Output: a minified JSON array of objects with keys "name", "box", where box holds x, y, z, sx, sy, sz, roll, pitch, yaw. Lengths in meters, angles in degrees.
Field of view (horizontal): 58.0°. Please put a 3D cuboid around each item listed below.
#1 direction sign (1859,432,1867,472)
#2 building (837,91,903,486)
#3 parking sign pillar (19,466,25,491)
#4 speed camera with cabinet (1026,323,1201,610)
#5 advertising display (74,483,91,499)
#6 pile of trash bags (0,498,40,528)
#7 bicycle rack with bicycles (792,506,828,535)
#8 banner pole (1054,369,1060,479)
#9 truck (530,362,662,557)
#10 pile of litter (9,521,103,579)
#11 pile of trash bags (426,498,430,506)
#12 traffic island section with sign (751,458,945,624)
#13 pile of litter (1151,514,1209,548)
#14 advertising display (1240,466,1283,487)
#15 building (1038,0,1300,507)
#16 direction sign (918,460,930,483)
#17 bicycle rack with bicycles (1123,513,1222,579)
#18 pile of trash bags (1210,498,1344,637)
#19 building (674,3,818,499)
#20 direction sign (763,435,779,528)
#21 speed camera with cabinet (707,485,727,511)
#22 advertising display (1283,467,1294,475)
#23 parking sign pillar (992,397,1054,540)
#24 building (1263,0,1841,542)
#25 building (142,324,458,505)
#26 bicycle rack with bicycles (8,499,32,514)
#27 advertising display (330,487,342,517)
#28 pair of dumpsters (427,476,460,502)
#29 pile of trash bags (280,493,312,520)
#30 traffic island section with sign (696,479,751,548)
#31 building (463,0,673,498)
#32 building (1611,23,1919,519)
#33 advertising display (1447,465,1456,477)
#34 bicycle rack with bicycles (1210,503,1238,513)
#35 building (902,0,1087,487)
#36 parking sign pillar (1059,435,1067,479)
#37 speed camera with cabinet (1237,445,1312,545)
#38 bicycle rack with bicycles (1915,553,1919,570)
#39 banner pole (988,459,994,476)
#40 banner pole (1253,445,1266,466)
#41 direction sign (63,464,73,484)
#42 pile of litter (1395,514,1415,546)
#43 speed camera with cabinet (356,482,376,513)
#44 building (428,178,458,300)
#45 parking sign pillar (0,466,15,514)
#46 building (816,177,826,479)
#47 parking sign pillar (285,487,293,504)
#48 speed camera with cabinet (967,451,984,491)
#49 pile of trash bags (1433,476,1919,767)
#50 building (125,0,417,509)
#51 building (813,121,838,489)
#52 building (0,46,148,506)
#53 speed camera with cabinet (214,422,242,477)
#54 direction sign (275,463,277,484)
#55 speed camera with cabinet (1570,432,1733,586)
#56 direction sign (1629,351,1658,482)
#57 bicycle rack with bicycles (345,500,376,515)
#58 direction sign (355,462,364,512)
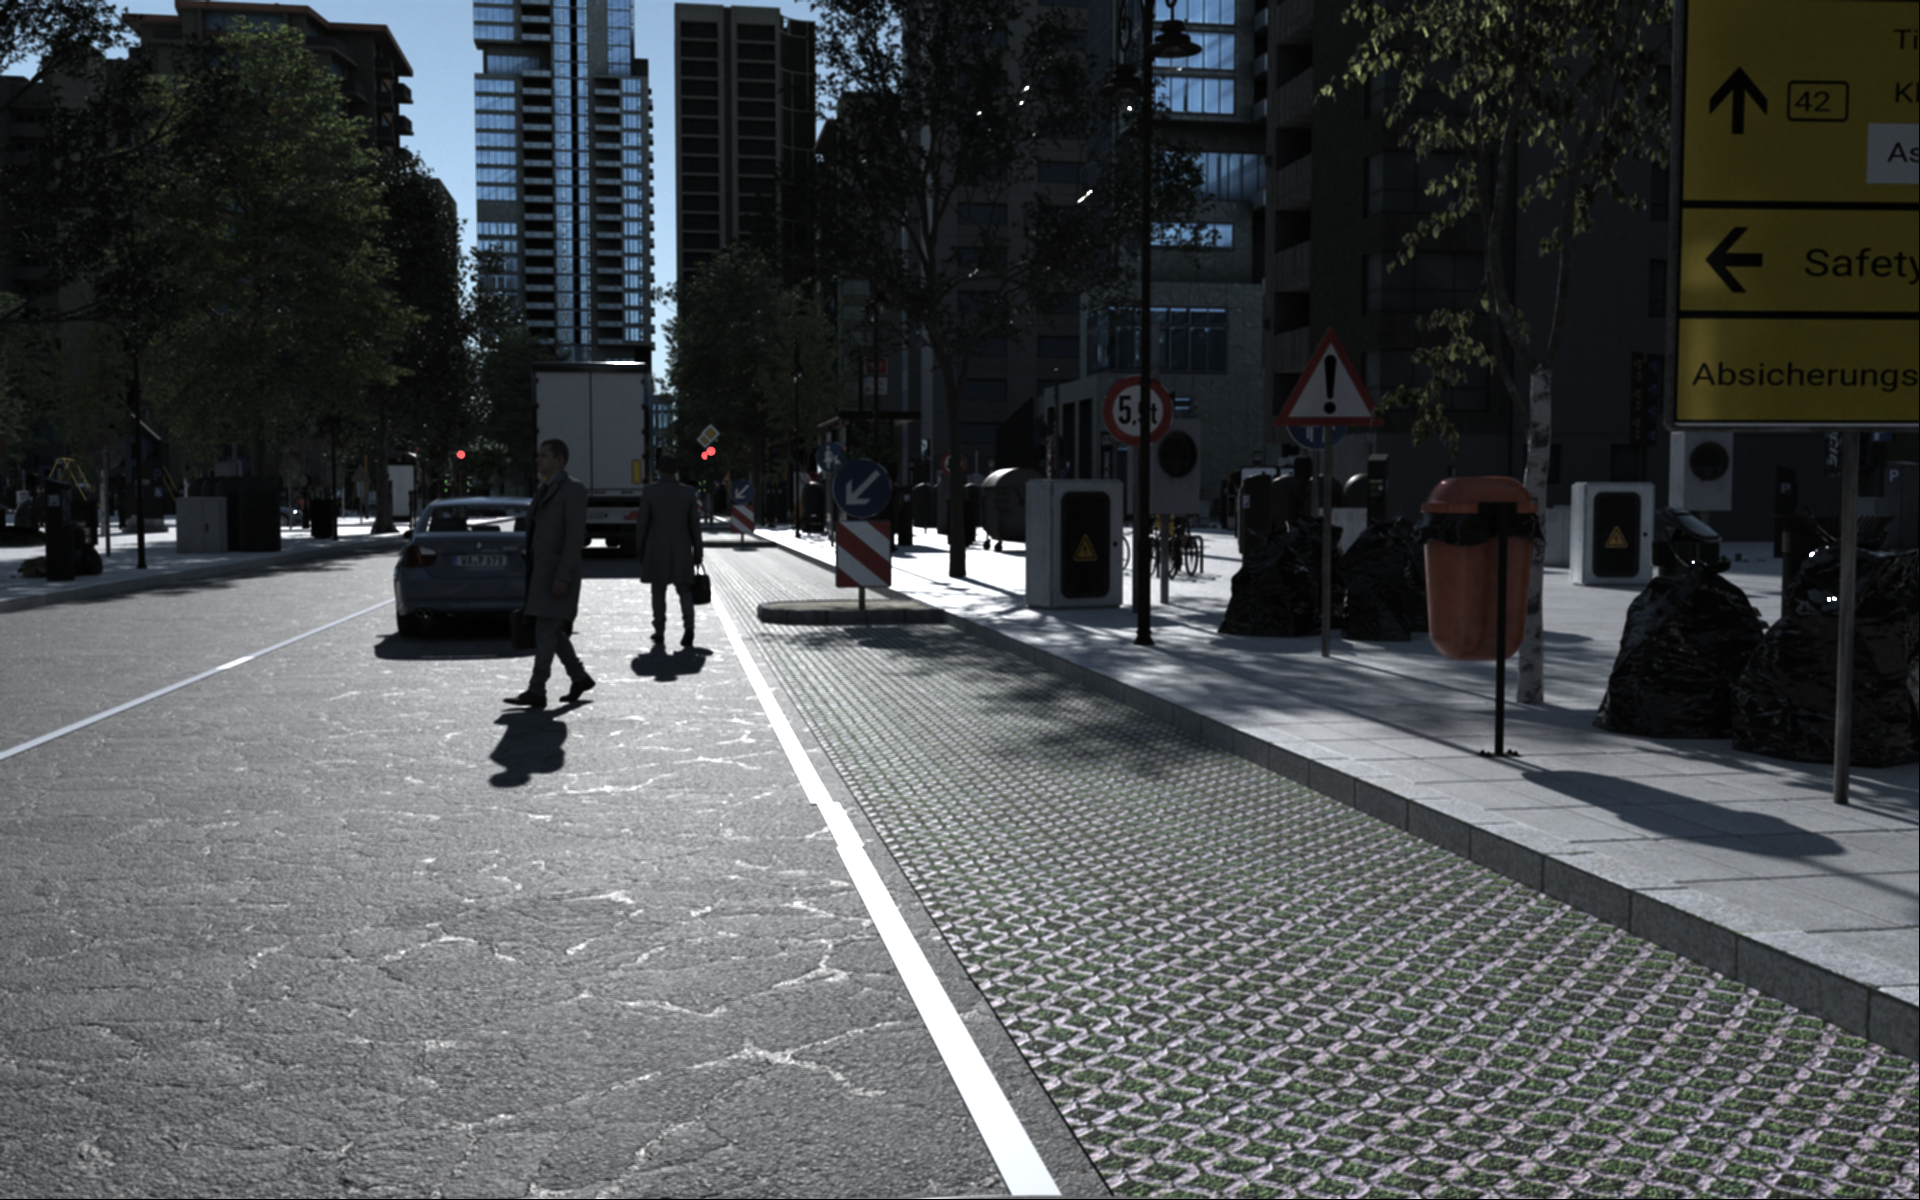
[{"name":"direction sign","box":[32.046,-4.287,62.096,0.876,3.537,0.379,0,4,-4]},{"name":"building","box":[-5.919,-30.382,180.339,14.154,41.232,14.086,-1,4,-10]},{"name":"parking sign pillar","box":[-74.447,-9.101,137.278,1.447,3.967,1.447,-1,4,-19]},{"name":"speed camera with cabinet","box":[1.758,-1.552,19.710,2.038,3.252,0.660,-2,4,-29]},{"name":"advertising display","box":[-49.497,-5.659,97.738,0.123,1.923,0.974,2,4,30]},{"name":"pile of trash bags","box":[-35.906,-3.325,64.112,3.447,1.369,1.912,-1,4,-12]},{"name":"bicycle rack with bicycles","box":[-3.465,-2.501,54.273,2.925,0.926,2.852,3,5,40]},{"name":"banner pole","box":[1.936,-2.751,34.999,0.401,3.779,0.863,0,4,-2]},{"name":"truck","box":[-8.762,-3.273,42.430,2.839,4.237,11.283,-1,4,-9]},{"name":"pile of litter","box":[-14.176,-0.804,27.105,1.176,0.858,1.719,1,4,19]},{"name":"pile of trash bags","box":[-37.809,-6.750,120.118,3.447,1.369,1.912,-1,4,-13]},{"name":"traffic island section with sign","box":[-1.313,-0.690,19.902,1.989,1.847,2.006,-1,4,-10]},{"name":"pile of litter","box":[5.207,-1.717,42.035,1.176,0.858,1.719,-3,5,-40]},{"name":"advertising display","box":[6.887,-2.117,39.833,0.974,1.923,0.123,3,4,36]},{"name":"building","box":[20.724,-48.430,104.499,31.000,86.520,22.319,-1,4,-10]},{"name":"direction sign","box":[-2.403,-7.521,114.970,0.876,3.537,0.379,0,4,5]},{"name":"bicycle rack with bicycles","box":[2.907,-0.881,27.788,2.852,0.926,2.925,2,4,31]},{"name":"pile of trash bags","box":[4.059,-0.421,16.637,1.912,1.369,3.447,3,5,41]},{"name":"building","box":[-31.730,-50.116,257.648,20.611,71.187,20.563,-1,4,-10]},{"name":"direction sign","box":[-7.231,-4.543,66.276,0.379,3.537,0.876,3,4,36]},{"name":"speed camera with cabinet","box":[-18.031,-8.336,130.629,2.038,3.252,0.660,-1,4,-19]},{"name":"advertising display","box":[7.647,-2.173,40.743,0.974,1.923,0.123,-1,4,-11]},{"name":"parking sign pillar","box":[1.620,-3.686,48.733,1.447,3.967,1.447,3,5,43]},{"name":"building","box":[16.448,-17.128,51.744,14.160,30.474,14.107,-1,4,-10]},{"name":"building","box":[-71.701,-21.268,192.770,28.899,21.520,27.650,-1,4,-10]},{"name":"bicycle rack with bicycles","box":[-62.653,-6.206,114.854,2.925,0.926,2.852,1,4,8]},{"name":"advertising display","box":[-34.895,-5.609,96.917,0.974,1.923,0.123,2,4,31]},{"name":"pair of dumpsters","box":[-26.499,-5.314,89.376,1.574,2.255,4.437,-1,4,-10]},{"name":"pile of trash bags","box":[-38.595,-5.381,97.732,3.447,1.369,1.912,-3,5,-45]},{"name":"traffic island section with sign","box":[-6.044,-2.345,46.965,1.989,1.847,2.006,-1,4,-10]},{"name":"building","box":[-58.058,-57.528,253.261,31.000,86.520,22.319,-1,4,-10]},{"name":"building","box":[51.410,-20.574,108.088,14.107,30.474,14.160,-1,4,-10]},{"name":"advertising display","box":[11.200,-2.097,39.500,0.123,1.923,0.974,1,4,20]},{"name":"bicycle rack with bicycles","box":[11.317,-3.507,70.722,2.852,0.926,2.925,-1,4,-10]},{"name":"building","box":[6.053,-36.169,133.364,21.231,58.520,28.212,-1,4,-10]},{"name":"parking sign pillar","box":[3.029,-4.340,59.433,1.447,3.967,1.447,3,5,42]},{"name":"speed camera with cabinet","box":[7.660,-2.922,42.107,0.660,3.252,2.038,-2,4,-35]},{"name":"bicycle rack with bicycles","box":[12.848,-0.415,20.162,2.852,0.926,2.925,1,4,10]},{"name":"banner pole","box":[2.099,-7.252,108.585,0.863,3.779,0.401,2,4,32]},{"name":"banner pole","box":[15.414,-6.054,89.006,0.863,3.779,0.401,-1,4,-19]},{"name":"direction sign","box":[-70.082,-8.832,136.400,0.379,3.537,0.876,0,4,4]},{"name":"pile of litter","box":[9.739,-1.405,36.942,1.176,0.858,1.719,3,4,39]},{"name":"speed camera with cabinet","box":[-39.598,-7.441,116.003,0.660,3.252,2.038,1,4,14]},{"name":"building","box":[-84.421,-38.321,250.252,21.600,48.544,21.300,-1,4,-10]},{"name":"parking sign pillar","box":[-61.279,-7.471,110.625,1.447,3.967,1.447,-1,4,-15]},{"name":"building","box":[-8.171,-41.440,266.777,27.495,52.752,28.713,-1,4,-10]},{"name":"parking sign pillar","box":[-45.949,-8.025,119.685,1.447,3.967,1.447,-1,4,-23]},{"name":"speed camera with cabinet","box":[1.390,-5.237,79.956,2.038,3.252,0.660,-1,4,-12]},{"name":"pile of trash bags","box":[3.994,0.051,8.927,3.447,1.369,1.912,-1,4,-10]},{"name":"building","box":[-62.227,-30.815,158.443,22.147,44.769,28.867,-1,4,-10]},{"name":"building","box":[-5.511,-33.486,202.118,22.147,44.769,28.867,-1,4,-10]},{"name":"building","box":[-96.988,-34.635,189.983,21.600,48.544,21.300,-1,4,-10]},{"name":"speed camera with cabinet","box":[-20.266,-3.309,48.438,0.660,3.252,2.038,0,4,-7]},{"name":"direction sign","box":[-49.582,-8.174,125.642,0.379,3.537,0.876,-2,4,-27]},{"name":"speed camera with cabinet","box":[9.678,-1.829,24.240,2.038,3.252,0.660,0,4,1]},{"name":"direction sign","box":[10.982,-2.194,27.871,0.876,3.537,0.379,-3,5,-43]},{"name":"bicycle rack with bicycles","box":[-36.163,-5.620,105.273,2.852,0.926,2.925,2,4,34]},{"name":"direction sign","box":[-42.315,-7.978,122.436,0.379,3.537,0.876,3,4,36]}]
